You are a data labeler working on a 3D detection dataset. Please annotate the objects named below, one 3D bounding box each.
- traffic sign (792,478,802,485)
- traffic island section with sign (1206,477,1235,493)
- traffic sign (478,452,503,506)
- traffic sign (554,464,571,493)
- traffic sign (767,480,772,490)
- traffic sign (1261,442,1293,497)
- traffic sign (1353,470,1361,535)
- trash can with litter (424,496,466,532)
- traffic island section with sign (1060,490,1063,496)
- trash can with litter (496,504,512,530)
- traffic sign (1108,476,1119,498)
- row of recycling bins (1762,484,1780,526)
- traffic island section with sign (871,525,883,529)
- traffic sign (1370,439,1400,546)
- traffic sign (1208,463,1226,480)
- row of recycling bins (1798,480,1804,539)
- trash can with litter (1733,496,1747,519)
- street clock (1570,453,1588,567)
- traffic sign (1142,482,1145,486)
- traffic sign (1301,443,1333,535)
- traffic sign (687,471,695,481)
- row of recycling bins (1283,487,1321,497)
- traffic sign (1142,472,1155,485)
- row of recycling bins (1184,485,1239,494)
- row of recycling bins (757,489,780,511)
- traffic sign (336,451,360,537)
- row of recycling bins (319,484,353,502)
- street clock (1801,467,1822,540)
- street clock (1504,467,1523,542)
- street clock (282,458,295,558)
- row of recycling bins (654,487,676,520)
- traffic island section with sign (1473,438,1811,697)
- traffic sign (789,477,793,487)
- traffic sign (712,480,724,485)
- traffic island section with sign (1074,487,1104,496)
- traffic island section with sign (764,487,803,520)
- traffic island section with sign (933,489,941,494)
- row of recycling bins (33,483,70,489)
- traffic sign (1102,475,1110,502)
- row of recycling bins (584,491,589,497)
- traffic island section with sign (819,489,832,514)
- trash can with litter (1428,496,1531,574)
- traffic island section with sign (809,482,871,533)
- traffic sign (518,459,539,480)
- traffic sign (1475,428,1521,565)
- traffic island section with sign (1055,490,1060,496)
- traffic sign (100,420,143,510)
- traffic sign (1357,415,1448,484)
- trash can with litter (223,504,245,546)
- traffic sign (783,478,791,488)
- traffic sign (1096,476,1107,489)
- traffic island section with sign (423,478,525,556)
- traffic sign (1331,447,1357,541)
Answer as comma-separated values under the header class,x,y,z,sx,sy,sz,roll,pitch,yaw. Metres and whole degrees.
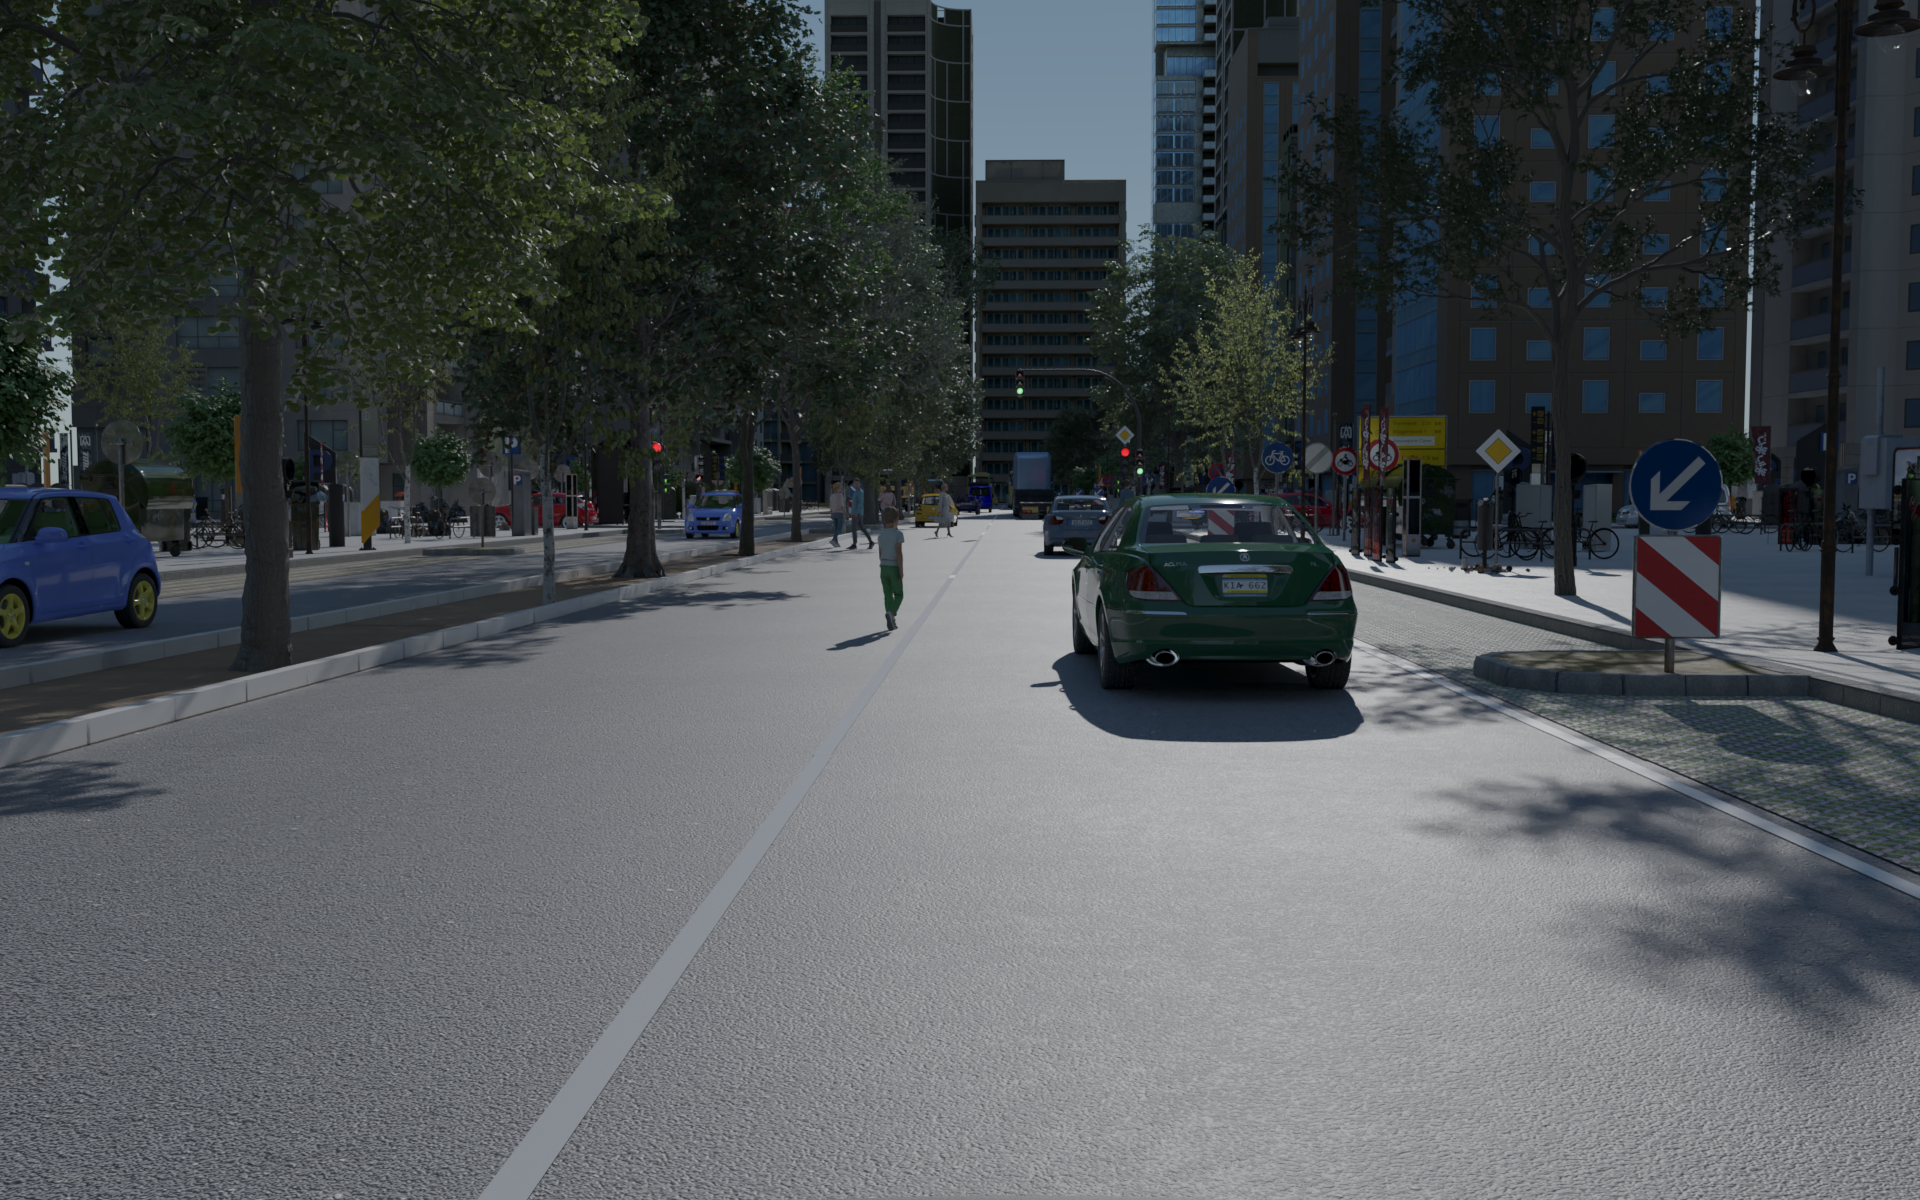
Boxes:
class,x,y,z,sx,sy,sz,roll,pitch,yaw
traffic sign,-11.739,-7.621,124.717,0.768,2.556,0.104,0,4,4
traffic island section with sign,5.838,-1.924,40.084,1.989,1.847,2.006,0,4,2
traffic sign,-14.109,-3.175,52.017,0.768,2.556,0.104,0,4,6
traffic sign,-17.011,-4.523,74.049,0.768,2.556,0.104,0,4,5
traffic sign,-14.045,-7.610,126.554,0.606,2.300,0.079,0,4,5
traffic sign,7.751,-2.585,42.370,0.768,2.556,0.104,0,4,5
traffic sign,12.457,-3.291,53.917,0.768,2.556,0.104,0,4,3
trash can with litter,-18.215,-2.980,59.786,1.678,1.210,2.233,-3,5,-42
traffic island section with sign,8.374,-7.063,124.100,1.989,1.847,2.006,0,4,2
trash can with litter,-15.951,-3.080,61.751,1.055,1.170,0.624,-3,5,-42
traffic sign,10.196,-6.994,114.461,0.768,2.556,0.104,1,4,11
row of recycling bins,34.258,-3.910,71.037,3.534,1.692,1.069,-2,4,-31
traffic island section with sign,-4.221,-3.848,71.054,2.006,1.907,1.989,0,4,2
traffic sign,9.606,-2.408,39.470,0.768,2.556,0.104,0,4,6
traffic sign,10.632,-4.370,71.550,0.768,2.556,0.104,0,4,5
row of recycling bins,25.645,-2.604,49.691,3.534,1.692,1.069,1,4,11
trash can with litter,40.155,-4.755,89.138,0.624,1.170,1.055,2,4,29
street clock,10.822,-1.594,30.633,0.471,2.002,0.358,2,4,28
traffic sign,13.088,-7.409,121.244,0.768,2.556,0.104,0,4,2
traffic sign,8.872,-2.629,43.087,0.768,2.556,0.104,0,4,7
traffic sign,-15.001,-5.948,97.348,0.768,2.556,0.104,0,4,7
row of recycling bins,20.273,-6.023,105.581,3.534,1.692,1.069,2,4,27
traffic sign,10.714,-6.022,98.561,0.768,2.556,0.104,1,4,9
row of recycling bins,12.588,-4.860,86.568,3.534,1.692,1.069,-3,4,-37
row of recycling bins,-14.391,-7.556,130.661,1.069,1.692,3.534,1,4,12
traffic sign,-18.288,-3.159,51.760,0.768,2.556,0.104,0,4,5
row of recycling bins,-27.414,-4.031,73.014,3.534,1.692,1.069,-2,4,-31
street clock,22.699,-2.549,46.242,0.358,2.002,0.471,-2,4,-25
street clock,14.889,-2.574,46.659,0.471,2.002,0.358,-2,4,-28
street clock,-13.502,-1.841,34.676,0.358,2.002,0.471,0,4,2
row of recycling bins,-14.978,-4.949,88.028,1.069,1.692,3.534,-1,4,-15
traffic island section with sign,5.025,-0.276,13.141,1.989,1.847,2.006,0,4,2
traffic sign,-12.203,-7.761,127.004,0.768,2.556,0.104,0,4,7
traffic sign,-13.879,-6.059,99.172,0.768,2.556,0.104,1,4,10
traffic island section with sign,7.546,-5.380,96.594,1.989,1.847,2.006,0,4,2
traffic island section with sign,-9.750,-5.355,96.179,1.989,1.847,2.006,0,4,2
traffic island section with sign,-1.961,-8.442,146.158,2.006,1.907,1.989,0,4,2
row of recycling bins,-34.286,-3.478,63.982,3.534,1.692,1.069,1,4,22
traffic sign,9.923,-7.113,116.398,0.768,2.556,0.104,1,4,10
row of recycling bins,-32.433,-8.542,146.772,3.534,1.692,1.069,1,4,19
traffic island section with sign,-8.920,-7.009,123.223,1.989,1.847,2.006,0,4,2
trash can with litter,8.568,-1.076,28.654,1.678,1.210,2.233,1,4,18
traffic island section with sign,-4.454,-3.395,63.650,2.006,1.907,1.989,0,4,2
traffic sign,-15.604,-3.824,62.632,0.768,2.556,0.104,0,4,5
traffic sign,9.472,-1.796,30.544,0.795,2.450,0.064,0,4,6
traffic island section with sign,10.668,-11.707,200.036,1.989,1.847,2.006,0,4,2
traffic sign,-14.396,-1.812,29.738,0.768,2.556,0.104,0,4,5
traffic sign,11.450,-3.123,44.941,2.265,3.308,0.079,1,4,9
trash can with litter,-17.953,-1.963,43.490,0.624,1.170,1.055,1,4,18
traffic sign,-13.901,-8.542,139.668,0.884,2.594,0.081,0,4,3
traffic sign,10.100,-7.514,122.859,0.884,2.594,0.081,1,4,10
traffic island section with sign,-11.413,-1.977,40.946,1.989,1.847,2.006,0,4,2
traffic sign,10.458,-2.873,47.072,0.768,2.556,0.104,0,4,8
